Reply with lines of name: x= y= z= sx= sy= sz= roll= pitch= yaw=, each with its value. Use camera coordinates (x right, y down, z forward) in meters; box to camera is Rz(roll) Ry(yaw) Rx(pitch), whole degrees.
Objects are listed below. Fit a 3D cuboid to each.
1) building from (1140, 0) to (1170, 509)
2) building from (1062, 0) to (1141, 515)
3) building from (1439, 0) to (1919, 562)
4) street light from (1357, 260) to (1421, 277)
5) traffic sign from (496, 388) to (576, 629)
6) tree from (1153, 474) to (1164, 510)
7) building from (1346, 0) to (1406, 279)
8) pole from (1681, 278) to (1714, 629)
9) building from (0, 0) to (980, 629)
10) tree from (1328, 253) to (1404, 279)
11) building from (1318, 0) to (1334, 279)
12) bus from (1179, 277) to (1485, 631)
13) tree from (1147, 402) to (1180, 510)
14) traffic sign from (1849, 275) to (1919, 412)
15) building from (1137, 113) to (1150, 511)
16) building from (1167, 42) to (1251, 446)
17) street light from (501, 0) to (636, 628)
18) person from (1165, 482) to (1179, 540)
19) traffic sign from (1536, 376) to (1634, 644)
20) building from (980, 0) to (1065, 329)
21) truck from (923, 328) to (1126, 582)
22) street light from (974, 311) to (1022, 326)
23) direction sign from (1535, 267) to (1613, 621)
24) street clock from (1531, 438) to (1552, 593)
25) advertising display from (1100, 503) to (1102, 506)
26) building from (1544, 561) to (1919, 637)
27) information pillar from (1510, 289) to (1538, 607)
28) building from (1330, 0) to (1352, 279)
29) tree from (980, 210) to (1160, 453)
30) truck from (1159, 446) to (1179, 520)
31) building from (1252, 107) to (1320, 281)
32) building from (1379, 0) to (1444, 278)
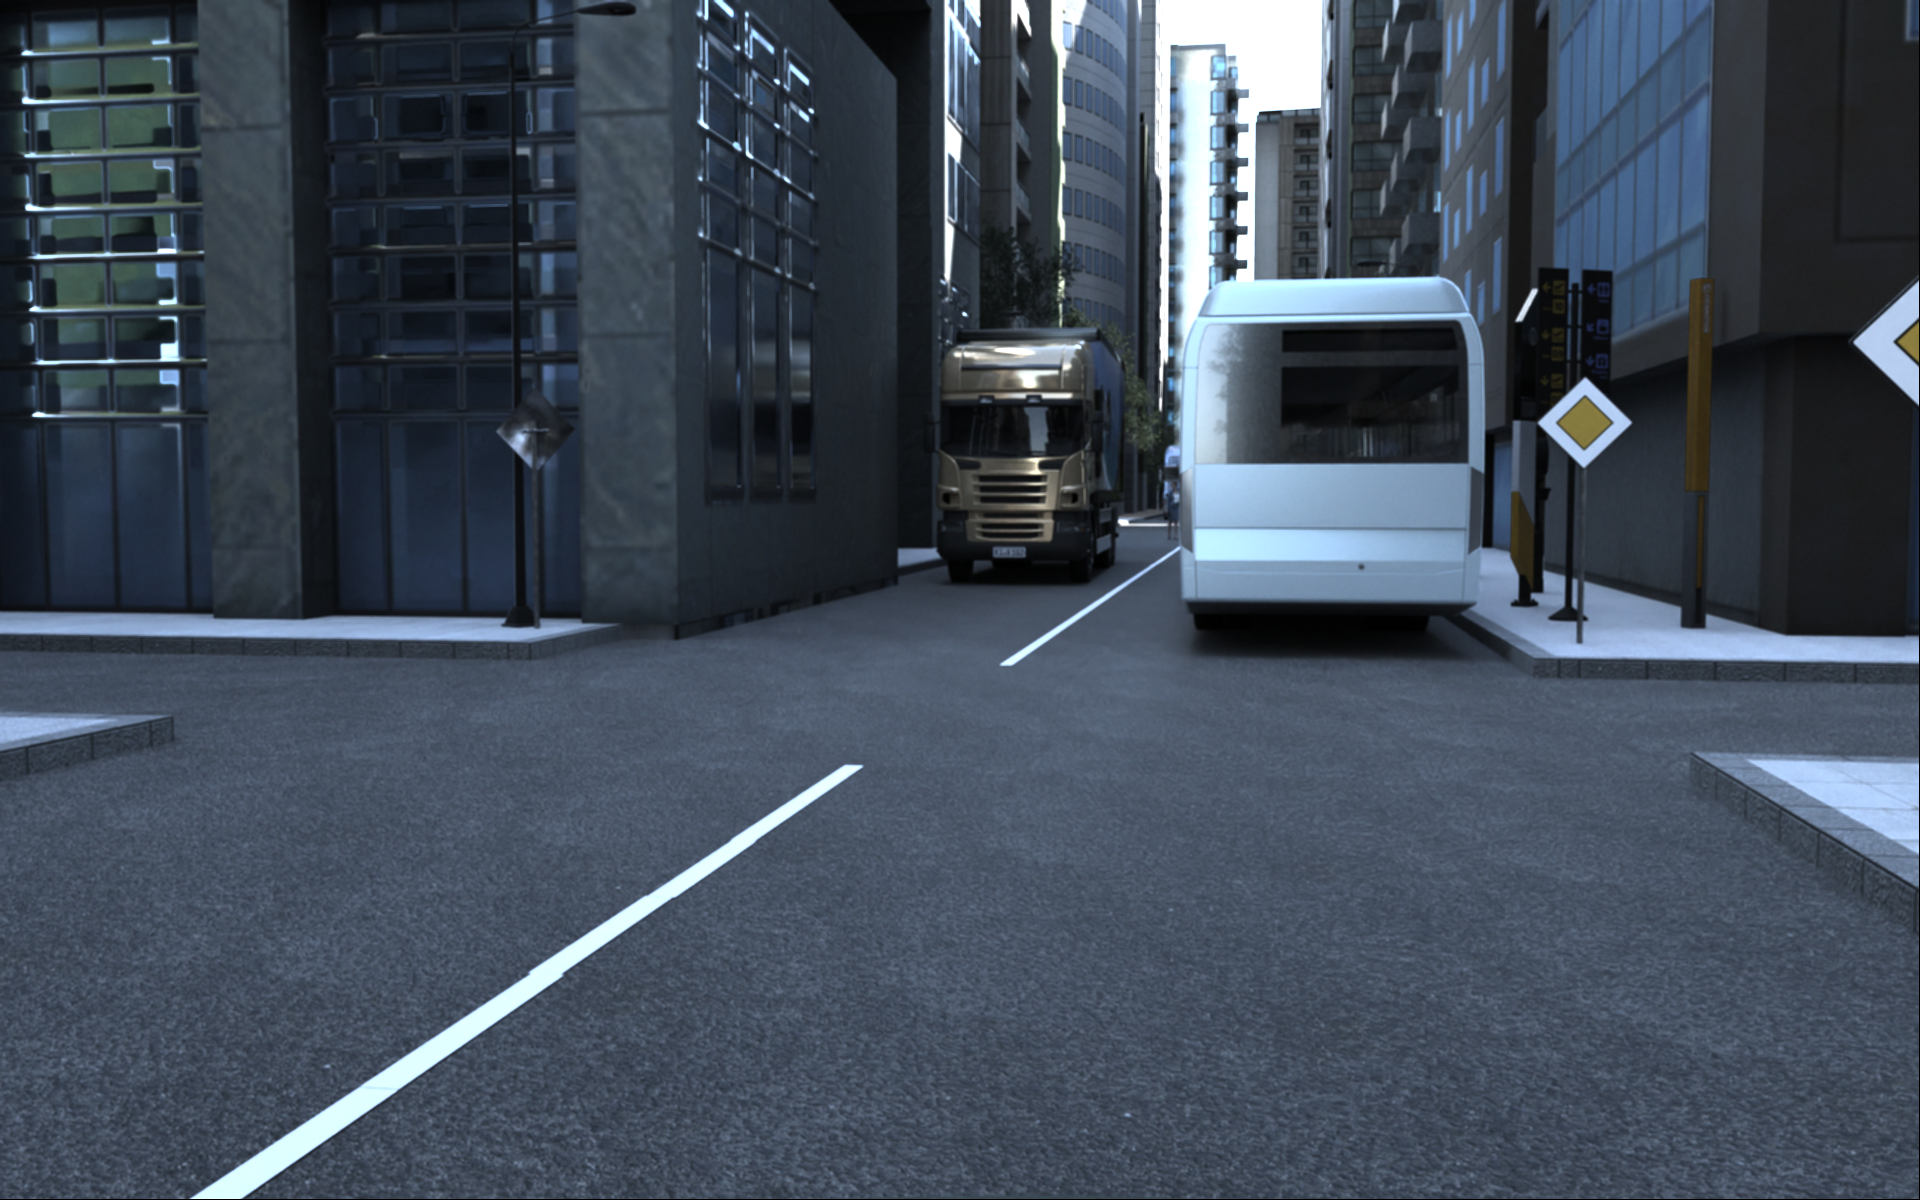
building: x=7.981 y=-43.860 z=155.356 sx=20.611 sy=71.187 sz=20.563 roll=1 pitch=4 yaw=10
building: x=-0.508 y=-34.458 z=105.384 sx=21.231 sy=58.520 sz=28.212 roll=1 pitch=4 yaw=10
building: x=19.263 y=-23.868 z=40.360 sx=14.600 sy=45.320 sz=14.200 roll=1 pitch=4 yaw=10
street light: x=8.564 y=-3.785 z=34.432 sx=1.470 sy=5.913 sz=1.316 roll=1 pitch=4 yaw=10
traffic sign: x=-4.030 y=-0.784 z=16.454 sx=0.795 sy=2.450 sz=0.064 roll=1 pitch=4 yaw=10
tree: x=16.329 y=-8.960 z=141.099 sx=1.663 sy=3.219 sz=1.824 roll=0 pitch=3 yaw=0
building: x=29.120 y=-19.998 z=98.669 sx=14.160 sy=30.474 sz=14.107 roll=1 pitch=4 yaw=10
pole: x=7.032 y=-1.386 z=16.510 sx=0.158 sy=3.312 sz=0.155 roll=0 pitch=3 yaw=0
building: x=-11.126 y=-43.965 z=31.500 sx=22.319 sy=86.520 sz=31.000 roll=1 pitch=4 yaw=10
tree: x=12.868 y=-6.287 z=53.149 sx=4.360 sy=8.622 sz=3.978 roll=0 pitch=3 yaw=0
building: x=44.192 y=-34.019 z=145.451 sx=28.713 sy=52.752 sz=27.495 roll=1 pitch=4 yaw=10
bus: x=4.184 y=-1.622 z=21.382 sx=2.948 sy=3.499 sz=13.247 roll=1 pitch=4 yaw=9
tree: x=15.549 y=-11.416 z=137.010 sx=4.737 sy=8.622 sz=4.395 roll=0 pitch=3 yaw=0
traffic sign: x=3.962 y=-0.203 z=6.954 sx=0.795 sy=2.450 sz=0.064 roll=1 pitch=4 yaw=10
building: x=6.309 y=-21.716 z=126.755 sx=14.160 sy=30.474 sz=14.107 roll=1 pitch=4 yaw=10
building: x=15.620 y=-34.659 z=186.290 sx=30.456 sy=49.044 sz=23.786 roll=1 pitch=4 yaw=10
street light: x=-3.733 y=-2.691 z=16.546 sx=1.470 sy=5.913 sz=1.316 roll=1 pitch=4 yaw=10
person: x=6.764 y=-2.826 z=54.734 sx=0.581 sy=1.822 sz=0.654 roll=0 pitch=4 yaw=-1
traffic sign: x=5.322 y=-0.684 z=14.823 sx=0.795 sy=2.450 sz=0.064 roll=1 pitch=4 yaw=10
building: x=-3.389 y=-23.739 z=71.733 sx=14.154 sy=41.232 sz=14.086 roll=1 pitch=4 yaw=10
truck: x=1.486 y=-2.613 z=31.636 sx=2.839 sy=4.237 sz=11.283 roll=1 pitch=4 yaw=8
street light: x=0.881 y=-4.380 z=44.161 sx=1.470 sy=5.913 sz=1.316 roll=1 pitch=4 yaw=10
direction sign: x=6.197 y=-1.562 z=17.540 sx=0.876 sy=3.537 sz=0.379 roll=-1 pitch=4 yaw=-19
street clock: x=7.494 y=-1.097 z=22.511 sx=0.358 sy=2.002 sz=0.471 roll=1 pitch=4 yaw=13
advertising display: x=6.283 y=-4.383 z=76.883 sx=0.123 sy=1.923 sz=0.974 roll=1 pitch=4 yaw=10
building: x=15.215 y=-22.601 z=19.643 sx=14.200 sy=45.320 sz=14.600 roll=1 pitch=4 yaw=10
information pillar: x=6.422 y=-1.733 z=19.690 sx=0.183 sy=3.616 sz=0.504 roll=3 pitch=5 yaw=40
building: x=36.214 y=-35.254 z=118.395 sx=21.231 sy=58.520 sz=28.212 roll=1 pitch=4 yaw=10
tree: x=1.566 y=-7.542 z=57.720 sx=7.601 sy=10.594 sz=8.767 roll=-1 pitch=4 yaw=-13
truck: x=13.442 y=-6.897 z=102.517 sx=2.967 sy=4.110 sz=18.799 roll=0 pitch=4 yaw=8
building: x=37.006 y=-30.215 z=177.614 sx=14.086 sy=41.232 sz=14.154 roll=1 pitch=4 yaw=10
building: x=28.912 y=-27.504 z=69.303 sx=23.786 sy=49.044 sz=30.456 roll=1 pitch=4 yaw=10
